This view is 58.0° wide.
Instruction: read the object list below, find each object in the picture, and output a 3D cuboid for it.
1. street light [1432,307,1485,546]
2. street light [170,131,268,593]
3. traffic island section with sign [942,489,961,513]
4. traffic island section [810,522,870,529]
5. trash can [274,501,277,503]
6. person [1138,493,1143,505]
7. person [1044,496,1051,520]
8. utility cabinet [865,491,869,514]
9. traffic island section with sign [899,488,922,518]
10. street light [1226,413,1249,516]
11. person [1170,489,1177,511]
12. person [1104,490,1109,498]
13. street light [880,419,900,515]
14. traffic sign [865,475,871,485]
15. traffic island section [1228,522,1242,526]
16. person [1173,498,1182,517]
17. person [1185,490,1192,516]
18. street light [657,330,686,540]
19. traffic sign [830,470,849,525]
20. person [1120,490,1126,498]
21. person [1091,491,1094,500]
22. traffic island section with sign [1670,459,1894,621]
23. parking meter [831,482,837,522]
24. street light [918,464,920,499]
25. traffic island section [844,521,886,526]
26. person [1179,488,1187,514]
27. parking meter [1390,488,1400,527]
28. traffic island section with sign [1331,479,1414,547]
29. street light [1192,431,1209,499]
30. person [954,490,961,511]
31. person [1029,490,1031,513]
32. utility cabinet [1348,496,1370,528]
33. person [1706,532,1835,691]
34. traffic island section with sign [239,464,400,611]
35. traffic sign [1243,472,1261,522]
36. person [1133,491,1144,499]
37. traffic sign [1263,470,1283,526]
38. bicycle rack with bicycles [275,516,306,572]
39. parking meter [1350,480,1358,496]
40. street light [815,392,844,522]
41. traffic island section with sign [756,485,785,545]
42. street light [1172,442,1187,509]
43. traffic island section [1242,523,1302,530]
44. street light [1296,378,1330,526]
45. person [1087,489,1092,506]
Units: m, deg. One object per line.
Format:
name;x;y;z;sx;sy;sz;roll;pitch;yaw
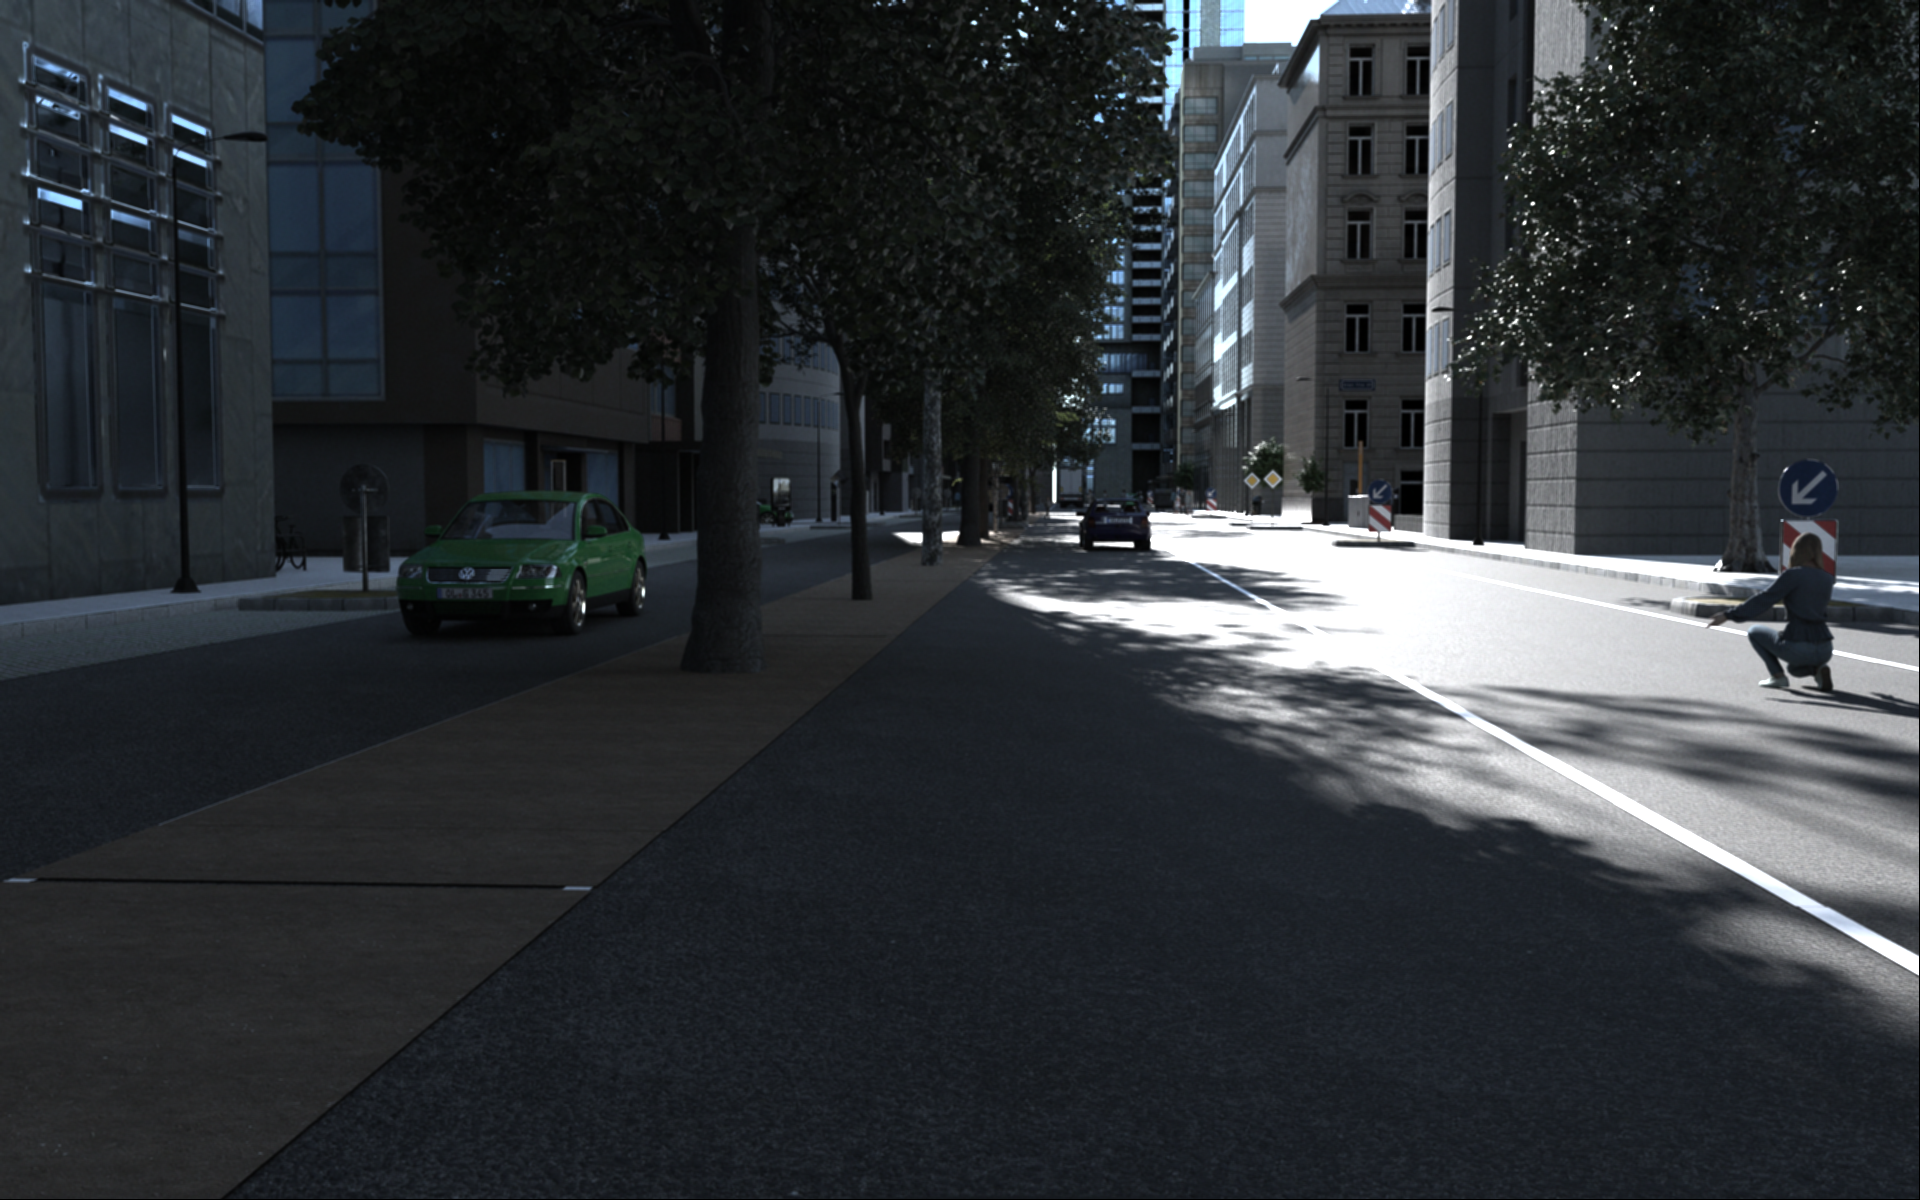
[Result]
street light;12.398;-4.315;43.092;1.470;5.913;1.316;0;4;4
street light;-9.550;-3.046;22.351;1.470;5.913;1.316;0;4;4
traffic island section with sign;-0.910;-7.504;131.324;1.989;1.847;2.006;0;4;4
traffic island section;-5.000;-3.008;71.456;2.009;0.180;2.903;0;4;4
trash can;-13.924;-1.386;34.311;0.748;1.137;0.748;0;3;0
person;15.642;-8.522;150.433;0.503;1.515;0.523;-1;4;-15
person;4.956;-5.190;97.626;0.475;1.303;0.640;-3;5;-41
utility cabinet;-6.278;-6.104;108.475;1.173;1.500;0.318;2;4;27
traffic island section with sign;-2.606;-5.859;104.422;1.989;1.847;2.006;0;4;4
street light;15.975;-7.778;99.717;1.470;5.913;1.316;0;4;4
person;17.077;-7.919;137.996;0.620;1.820;0.660;3;5;42
person;12.487;-8.493;147.927;0.524;1.755;0.480;0;4;4
street light;-4.218;-8.136;105.567;1.470;5.913;1.316;0;4;4
traffic sign;-4.476;-4.631;79.362;0.795;2.450;0.064;0;4;4
traffic island section;13.207;-3.427;78.312;2.009;0.180;2.903;0;4;4
person;13.309;-5.663;106.097;0.505;1.210;0.382;0;4;-5
person;14.846;-6.295;112.432;0.512;1.701;0.522;0;4;6
street light;-7.763;-4.640;48.402;1.470;5.913;1.316;0;4;4
traffic sign;-4.976;-4.144;71.393;0.795;2.450;0.064;0;4;4
person;13.216;-8.029;140.049;0.678;1.792;0.850;3;5;42
person;15.750;-12.105;206.396;0.705;1.826;1.348;0;4;-5
traffic island section with sign;9.584;-0.725;20.478;1.989;1.847;2.006;0;4;4
parking meter;-5.884;-4.591;80.776;0.255;1.863;0.399;0;4;-7
street light;-2.582;-9.735;131.708;1.470;5.913;1.316;0;4;4
traffic island section;-4.500;-3.495;79.425;2.009;0.180;2.903;0;4;4
person;15.777;-6.971;122.275;0.655;1.846;0.447;-1;4;-9
parking meter;17.079;-3.650;68.092;0.372;1.533;0.369;0;3;0
traffic island section with sign;11.281;-2.381;47.559;1.989;1.847;2.006;0;4;4
street light;17.682;-9.444;126.958;1.470;5.913;1.316;0;4;4
person;-0.190;-8.292;144.413;0.601;1.785;0.444;-1;4;-14
person;5.249;-7.536;132.265;0.362;1.759;0.519;3;5;44
utility cabinet;14.969;-3.294;65.021;0.306;1.237;1.020;-1;4;-21
person;6.069;0.072;12.824;1.012;1.151;0.738;0;4;-4
traffic island section with sign;-7.769;-0.820;22.039;1.989;1.847;2.006;0;4;4
traffic sign;13.183;-4.562;78.236;0.795;2.450;0.064;0;4;4
person;16.628;-9.289;161.191;1.217;1.723;0.721;-1;4;-14
traffic sign;12.682;-4.075;70.267;0.795;2.450;0.064;0;4;4
bicycle rack with bicycles;-11.967;-0.935;28.674;2.852;0.926;2.925;2;4;24
parking meter;15.967;-3.934;70.026;0.399;1.863;0.255;-3;5;-42
street light;-5.930;-6.528;79.271;1.470;5.913;1.316;0;4;4
traffic island section with sign;-6.057;-2.499;49.486;1.989;1.847;2.006;0;4;4
street light;19.413;-11.044;153.104;1.470;5.913;1.316;0;4;4
traffic island section;12.706;-2.940;70.342;2.009;0.180;2.903;0;4;4
street light;14.104;-5.909;69.147;1.470;5.913;1.316;0;4;4
person;9.739;-7.447;130.433;0.466;1.800;0.511;-1;4;-19
